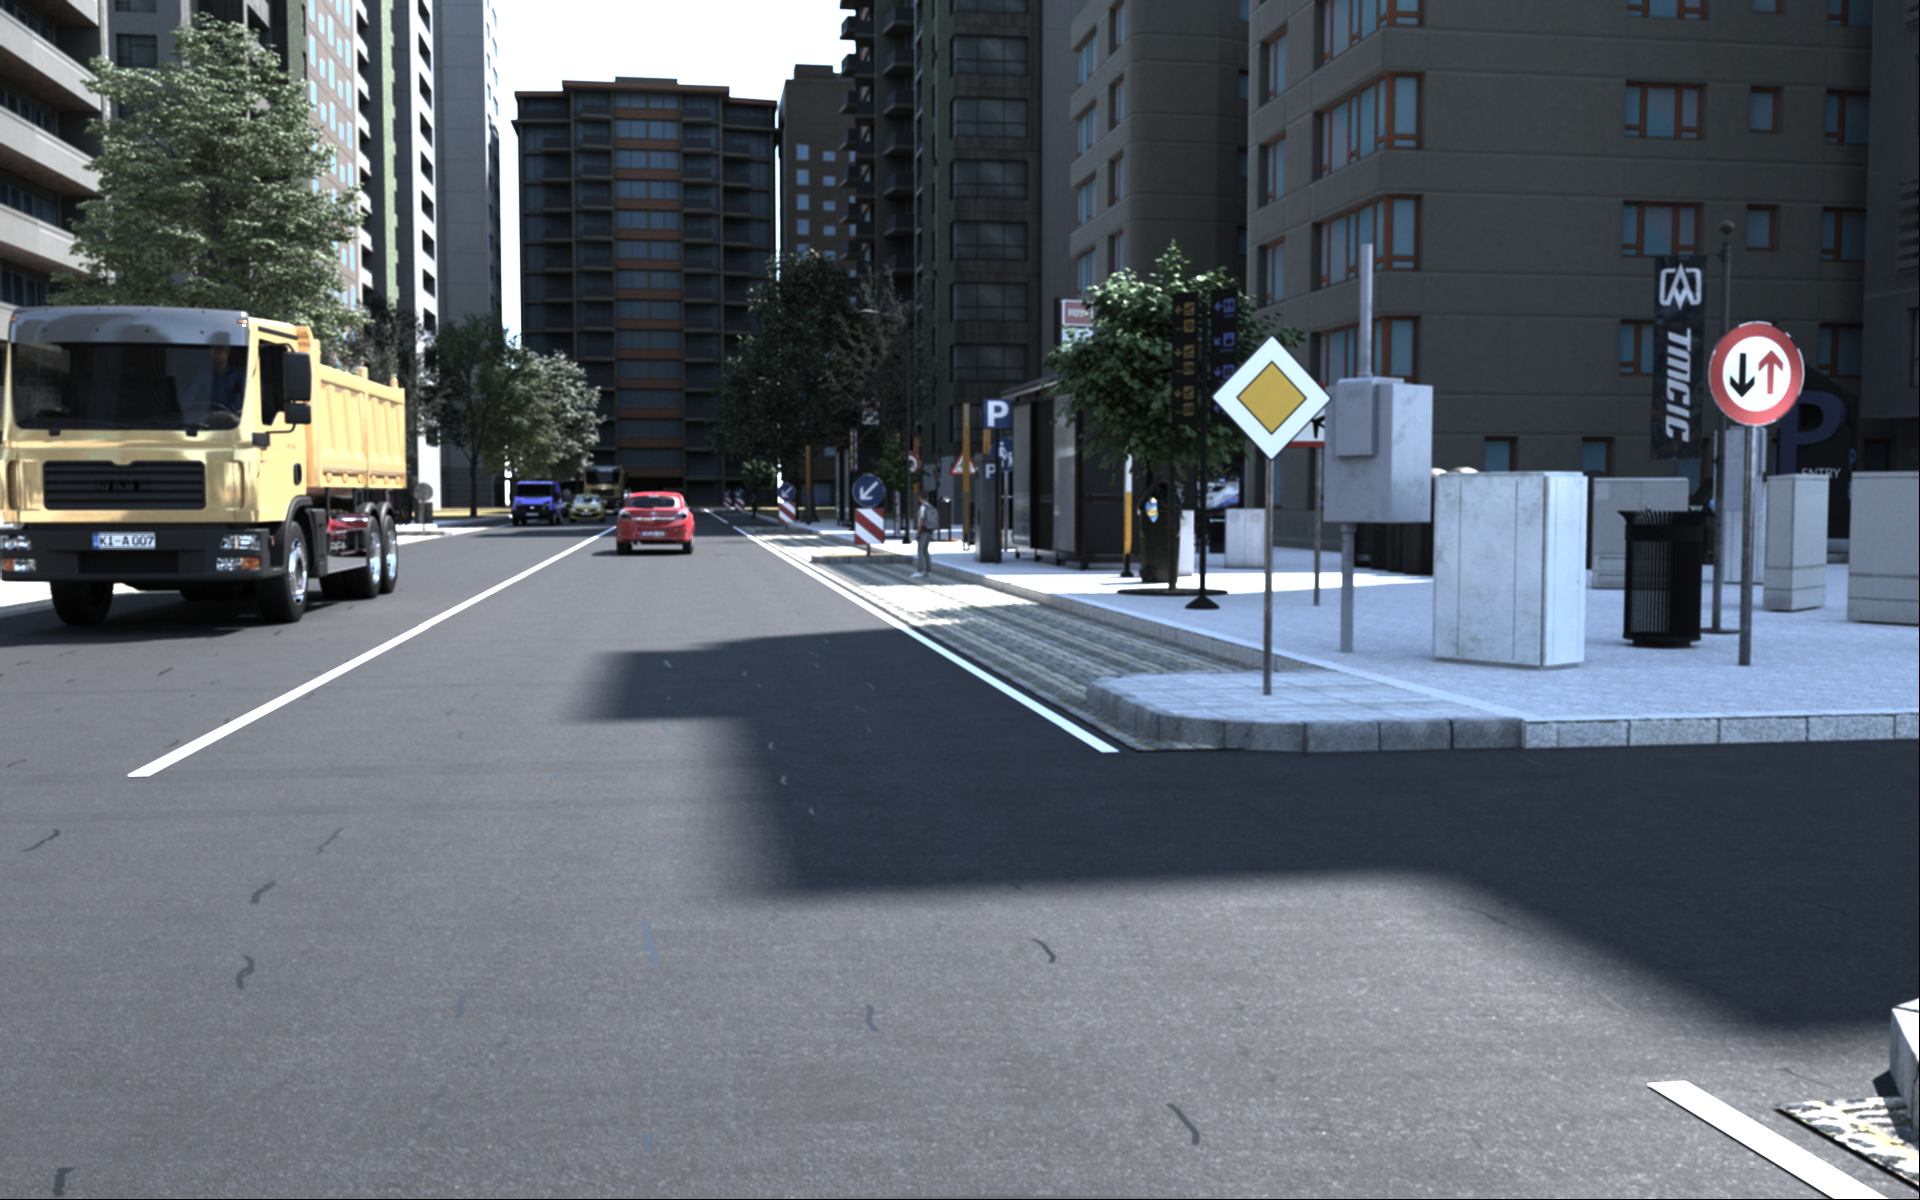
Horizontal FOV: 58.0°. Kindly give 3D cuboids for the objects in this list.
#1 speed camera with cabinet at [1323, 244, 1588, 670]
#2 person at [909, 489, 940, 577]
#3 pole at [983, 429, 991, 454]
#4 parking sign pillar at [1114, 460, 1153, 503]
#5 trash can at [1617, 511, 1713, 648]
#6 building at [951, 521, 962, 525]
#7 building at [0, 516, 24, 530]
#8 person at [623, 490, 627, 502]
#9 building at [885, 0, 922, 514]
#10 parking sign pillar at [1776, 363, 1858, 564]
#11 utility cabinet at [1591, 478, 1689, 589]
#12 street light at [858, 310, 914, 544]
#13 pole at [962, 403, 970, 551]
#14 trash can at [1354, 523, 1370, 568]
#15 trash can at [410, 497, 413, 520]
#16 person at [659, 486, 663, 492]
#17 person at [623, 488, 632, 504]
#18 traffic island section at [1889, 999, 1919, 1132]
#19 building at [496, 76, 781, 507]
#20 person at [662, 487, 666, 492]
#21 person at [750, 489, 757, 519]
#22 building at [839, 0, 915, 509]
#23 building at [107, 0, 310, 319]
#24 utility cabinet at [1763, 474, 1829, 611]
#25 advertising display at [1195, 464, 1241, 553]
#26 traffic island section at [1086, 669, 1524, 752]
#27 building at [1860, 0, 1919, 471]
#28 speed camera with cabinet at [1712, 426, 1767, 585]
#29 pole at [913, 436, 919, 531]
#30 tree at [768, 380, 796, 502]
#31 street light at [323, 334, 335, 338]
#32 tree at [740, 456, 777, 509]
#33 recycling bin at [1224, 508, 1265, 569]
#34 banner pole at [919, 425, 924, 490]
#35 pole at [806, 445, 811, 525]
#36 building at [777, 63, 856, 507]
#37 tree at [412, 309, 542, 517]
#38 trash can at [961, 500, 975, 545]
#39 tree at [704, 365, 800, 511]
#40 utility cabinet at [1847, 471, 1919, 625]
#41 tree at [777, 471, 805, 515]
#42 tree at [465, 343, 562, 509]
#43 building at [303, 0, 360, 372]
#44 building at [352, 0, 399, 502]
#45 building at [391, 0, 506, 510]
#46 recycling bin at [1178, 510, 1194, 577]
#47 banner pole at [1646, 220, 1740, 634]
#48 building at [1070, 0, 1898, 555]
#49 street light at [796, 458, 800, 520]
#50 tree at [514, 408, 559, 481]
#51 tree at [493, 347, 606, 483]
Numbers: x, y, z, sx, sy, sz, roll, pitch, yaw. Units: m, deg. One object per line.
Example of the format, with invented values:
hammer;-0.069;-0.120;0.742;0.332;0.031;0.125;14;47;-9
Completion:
speed camera with cabinet;3.802;-1.166;13.406;0.660;3.252;2.038;-3;5;-39
person;-0.626;-1.149;29.881;0.523;1.515;0.503;0;4;-7
pole;0.617;-2.809;39.776;0.158;3.312;0.155;0;3;0
parking sign pillar;5.106;-3.824;50.987;1.447;3.967;1.447;-3;4;-36
trash can;5.923;-0.180;14.590;0.748;1.137;0.748;0;3;0
building;5.578;-18.810;79.242;14.160;30.474;14.107;-1;4;-9
building;-39.781;-26.103;50.481;21.300;48.544;21.600;-1;4;-9
person;-26.931;-8.002;140.065;0.721;1.736;1.217;0;4;8
building;6.266;-41.401;115.165;20.563;71.187;20.611;-1;4;-9
parking sign pillar;16.070;-2.694;32.514;1.447;3.967;1.447;-3;5;-45
utility cabinet;9.126;-0.892;23.267;1.173;1.500;0.318;1;4;17
street light;-1.878;-4.368;43.958;1.470;5.913;1.316;-1;4;-9
pole;0.140;-2.762;38.998;0.158;3.312;0.155;0;3;0
trash can;7.131;-1.148;30.420;0.748;1.137;0.748;0;3;0
trash can;-25.821;-4.218;80.619;0.748;1.137;0.748;0;3;0
person;-15.975;-5.174;92.721;1.348;1.869;0.705;-1;4;-11
person;-16.228;-4.642;85.334;0.756;1.711;0.436;-1;4;-17
traffic island section;3.261;1.167;3.197;2.009;0.180;2.903;-1;4;-9
building;-33.858;-32.421;184.707;28.867;44.769;22.147;-1;4;-9
person;-15.638;-5.083;91.585;0.705;1.826;1.348;1;4;9
person;-12.171;-5.646;101.529;0.721;1.735;1.217;-1;4;-12
building;1.816;-29.707;140.329;22.147;44.769;28.867;-1;4;-9
building;-41.452;-19.297;87.204;14.160;30.474;14.107;-1;4;-9
utility cabinet;9.276;-0.645;19.229;0.318;1.500;1.173;3;5;43
advertising display;5.580;-1.973;37.469;0.974;1.923;0.123;0;4;7
traffic island section;1.982;0.685;11.080;2.009;0.180;2.903;-1;4;-9
building;26.916;-21.183;29.935;14.086;41.232;14.154;-1;4;-9
speed camera with cabinet;11.055;-1.838;24.389;0.660;3.252;2.038;2;4;32
pole;-1.523;-4.067;60.338;0.158;3.312;0.155;0;3;0
tree;-10.456;-9.345;103.157;4.360;8.622;3.978;0;3;0
street light;-18.795;-4.750;50.201;1.470;5.913;1.316;-1;4;-9
tree;-16.833;-9.852;144.789;4.285;4.588;4.351;0;3;0
recycling bin;5.010;-1.069;30.034;0.722;1.027;0.722;1;4;20
banner pole;-1.457;-4.459;62.917;0.401;3.779;0.863;-2;4;-27
pole;-6.353;-4.813;72.540;0.158;3.312;0.155;0;3;0
building;-11.802;-32.693;184.635;14.200;45.320;14.600;-1;4;-9
tree;-27.311;-10.490;97.259;9.928;11.665;9.643;0;3;0
trash can;0.388;-1.952;43.576;0.748;1.137;0.748;0;3;0
tree;-15.512;-12.564;131.178;9.928;11.665;9.643;0;3;0
utility cabinet;9.338;-0.502;16.894;0.318;1.500;1.173;-2;4;-35
tree;-10.484;-6.982;108.765;1.663;3.219;1.824;0;3;0
tree;-33.949;-12.946;129.790;7.486;12.596;7.792;0;3;0
building;-43.827;-27.586;101.135;14.600;45.320;14.200;-1;4;-9
building;-45.830;-26.400;115.236;14.154;41.232;14.086;-1;4;-9
building;-62.101;-38.949;178.823;28.212;58.520;21.231;-1;4;-9
recycling bin;3.245;-0.892;27.145;0.722;1.027;0.722;0;4;-3
banner pole;6.778;-1.587;15.965;0.863;3.779;0.401;0;4;7
building;20.034;-12.659;52.020;27.650;21.520;28.899;-1;4;-9
street light;-8.588;-6.902;85.384;1.470;5.913;1.316;-1;4;-9
tree;-35.464;-11.797;143.245;4.360;8.622;3.978;0;3;0
tree;-36.069;-14.959;151.233;9.857;13.997;8.962;0;3;0
